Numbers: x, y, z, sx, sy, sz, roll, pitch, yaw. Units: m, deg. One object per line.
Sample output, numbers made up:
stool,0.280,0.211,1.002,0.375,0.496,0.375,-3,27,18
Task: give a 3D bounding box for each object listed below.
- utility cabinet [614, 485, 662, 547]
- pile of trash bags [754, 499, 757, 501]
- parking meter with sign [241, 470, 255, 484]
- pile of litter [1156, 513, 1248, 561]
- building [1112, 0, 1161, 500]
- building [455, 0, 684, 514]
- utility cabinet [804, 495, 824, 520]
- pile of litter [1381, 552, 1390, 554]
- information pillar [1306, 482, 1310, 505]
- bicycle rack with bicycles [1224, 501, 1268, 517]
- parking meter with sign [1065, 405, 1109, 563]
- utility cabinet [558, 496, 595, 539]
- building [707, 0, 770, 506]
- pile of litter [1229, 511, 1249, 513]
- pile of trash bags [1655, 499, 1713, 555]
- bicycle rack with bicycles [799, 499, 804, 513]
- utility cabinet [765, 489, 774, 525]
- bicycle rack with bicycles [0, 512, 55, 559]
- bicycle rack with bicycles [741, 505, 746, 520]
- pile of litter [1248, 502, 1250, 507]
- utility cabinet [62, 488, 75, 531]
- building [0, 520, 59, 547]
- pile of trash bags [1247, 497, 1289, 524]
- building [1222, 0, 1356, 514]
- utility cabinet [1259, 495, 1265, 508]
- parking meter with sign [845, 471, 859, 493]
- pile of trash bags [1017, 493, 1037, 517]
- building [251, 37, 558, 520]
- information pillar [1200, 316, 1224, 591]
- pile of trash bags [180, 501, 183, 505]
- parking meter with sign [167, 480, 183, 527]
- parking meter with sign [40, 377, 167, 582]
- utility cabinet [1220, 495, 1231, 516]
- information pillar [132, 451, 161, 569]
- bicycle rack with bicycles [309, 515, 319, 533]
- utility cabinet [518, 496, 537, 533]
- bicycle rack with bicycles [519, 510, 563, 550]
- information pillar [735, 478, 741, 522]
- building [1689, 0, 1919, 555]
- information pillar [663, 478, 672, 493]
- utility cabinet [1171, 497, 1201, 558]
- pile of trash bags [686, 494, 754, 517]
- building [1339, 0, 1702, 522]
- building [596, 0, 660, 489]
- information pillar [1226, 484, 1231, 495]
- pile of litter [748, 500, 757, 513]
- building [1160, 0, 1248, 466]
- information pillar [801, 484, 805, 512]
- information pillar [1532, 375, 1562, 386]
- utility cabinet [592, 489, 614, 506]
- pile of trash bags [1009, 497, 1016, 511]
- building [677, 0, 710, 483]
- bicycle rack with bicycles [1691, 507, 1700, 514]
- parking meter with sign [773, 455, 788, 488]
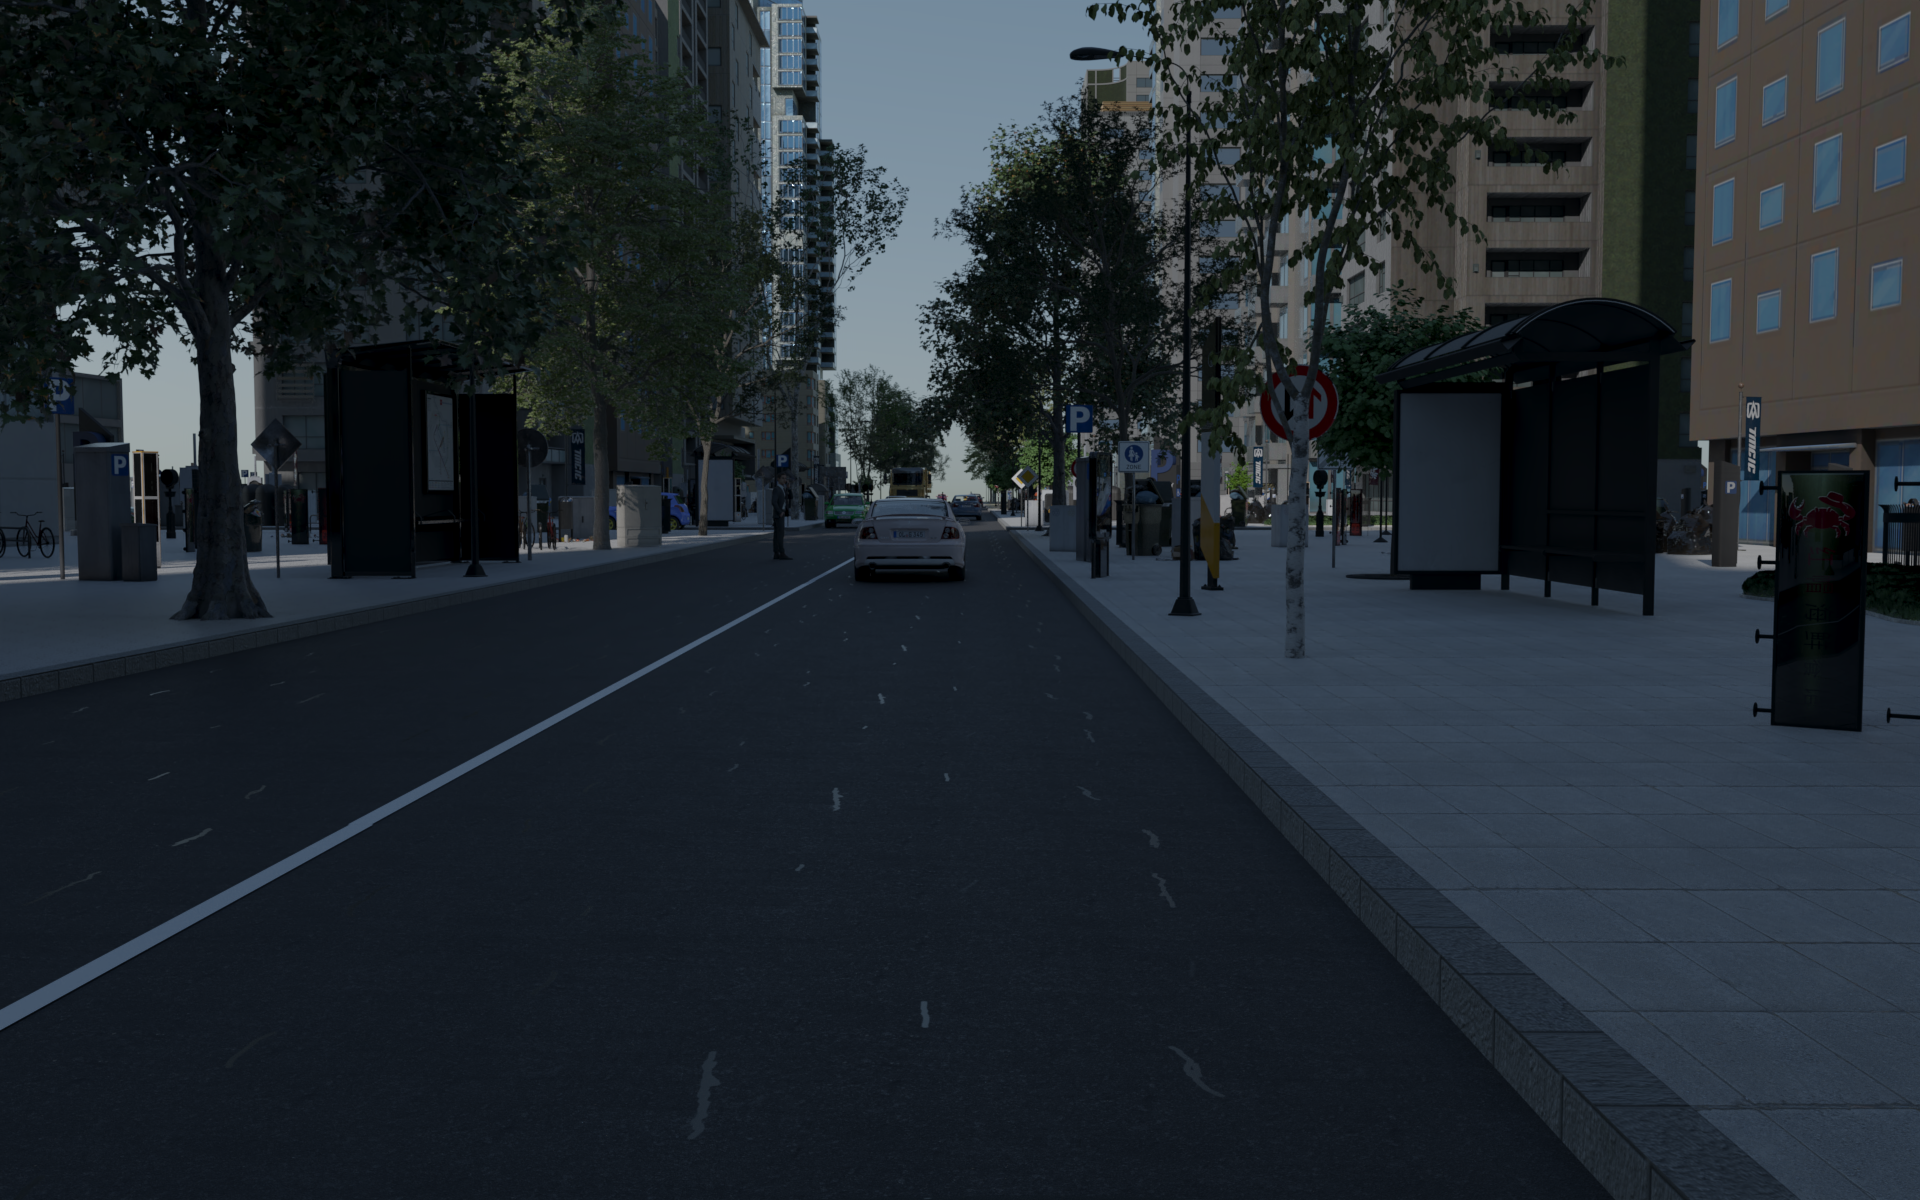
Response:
utility cabinet,-7.796,-2.047,42.155,0.318,1.500,1.173,3,4,38
pile of trash bags,-13.132,-6.892,122.438,1.912,1.369,3.447,3,4,39
parking meter with sign,-56.086,-8.594,136.764,0.543,3.016,1.738,-3,5,-45
pile of litter,4.604,-1.204,33.649,1.719,0.858,1.176,0,4,2
building,29.151,-53.533,187.928,22.319,86.520,31.000,0,4,0
building,-29.584,-27.497,133.177,14.154,41.232,14.086,0,4,0
utility cabinet,-7.349,-4.651,87.207,1.020,1.237,0.306,1,4,15
pile of litter,9.856,-1.433,37.392,1.719,0.858,1.176,-1,4,-11
information pillar,21.145,-6.196,105.799,0.304,2.012,0.304,-1,4,-19
bicycle rack with bicycles,14.135,-4.356,84.608,2.925,0.926,2.852,3,5,40
parking meter with sign,2.477,-2.253,33.101,0.543,3.016,1.738,-1,4,-11
utility cabinet,-11.059,-2.375,50.000,1.020,1.237,0.306,0,4,-1
building,-35.082,-36.007,177.951,28.713,52.752,27.495,0,4,0
pile of litter,5.980,-1.627,40.563,1.176,0.858,1.719,1,4,20
pile of trash bags,15.160,-1.730,38.042,1.912,1.369,3.447,-2,4,-31
bicycle rack with bicycles,-11.198,-7.781,140.599,2.852,0.926,2.925,2,4,26
utility cabinet,-7.730,-3.866,71.893,0.318,1.500,1.173,1,4,12
bicycle rack with bicycles,-19.787,-1.297,34.586,2.925,0.926,2.852,3,5,43
bicycle rack with bicycles,-10.027,-4.335,84.267,2.852,0.926,2.925,0,4,5
pile of litter,17.891,-5.765,108.229,1.719,0.858,1.176,1,4,18
utility cabinet,-29.801,-3.068,58.843,1.173,1.500,0.318,-3,4,-36
building,-35.391,-27.081,32.006,27.495,52.752,28.713,0,4,0
pile of trash bags,13.683,-3.944,74.236,1.912,1.369,3.447,-1,4,-21
building,31.875,-30.777,122.815,23.786,49.044,30.456,0,4,0
utility cabinet,15.558,-4.775,89.237,0.306,1.237,1.020,1,4,13
parking meter with sign,-8.118,-8.364,133.015,1.738,3.016,0.543,2,4,32
pile of trash bags,4.406,-5.210,94.930,1.912,1.369,3.447,0,4,-4
building,-26.974,-24.793,88.953,14.154,41.232,14.086,0,4,0
information pillar,3.354,-1.944,23.135,0.183,3.616,0.504,-1,4,-14
pile of trash bags,-63.681,-8.095,142.098,3.447,1.369,1.912,2,4,28
parking meter with sign,-31.163,-4.368,67.685,1.738,3.016,0.543,0,4,-3
parking meter with sign,-12.705,-1.798,25.653,1.738,3.016,0.543,1,4,20
utility cabinet,15.290,-5.349,98.615,1.020,1.237,0.306,0,4,1
information pillar,-13.970,-1.545,29.757,0.304,2.012,0.304,2,4,35
bicycle rack with bicycles,-19.874,-2.637,56.503,2.925,0.926,2.852,3,4,38
utility cabinet,-14.317,-2.790,56.775,1.020,1.237,0.306,2,4,33
bicycle rack with bicycles,-10.539,-1.646,40.300,2.852,0.926,2.925,-1,4,-13
information pillar,-10.230,-4.578,79.346,0.304,2.012,0.304,-3,4,-38
building,26.321,-23.717,37.885,14.600,45.320,14.200,0,4,0
information pillar,-13.027,-4.450,77.256,0.304,2.012,0.304,1,4,18
utility cabinet,4.586,-1.453,34.911,0.306,1.237,1.020,2,4,30
pile of trash bags,-13.488,-5.233,95.315,3.447,1.369,1.912,-3,4,-37
building,27.287,-19.217,85.908,14.107,30.474,14.160,0,4,0
building,-27.610,-28.185,110.935,14.600,45.320,14.200,0,4,0
information pillar,18.254,-6.914,117.529,0.304,2.012,0.304,-2,4,-28
pile of litter,-13.980,-6.385,118.358,1.719,0.858,1.176,0,4,3
building,28.876,-37.722,158.755,21.231,58.520,28.212,0,4,0
information pillar,-10.995,-7.157,121.502,0.304,2.012,0.304,0,4,-2
information pillar,9.928,-2.323,29.328,0.504,3.616,0.183,1,4,18
utility cabinet,-15.324,-4.058,75.027,1.173,1.500,0.318,-1,4,-18
pile of trash bags,4.946,-7.625,134.416,1.912,1.369,3.447,-1,4,-10
building,-30.919,-43.716,153.001,20.563,71.187,20.611,0,4,0
bicycle rack with bicycles,31.556,-3.495,70.518,2.852,0.926,2.925,-1,4,-21
parking meter with sign,-8.079,-4.960,77.361,0.543,3.016,1.738,-1,4,-16
